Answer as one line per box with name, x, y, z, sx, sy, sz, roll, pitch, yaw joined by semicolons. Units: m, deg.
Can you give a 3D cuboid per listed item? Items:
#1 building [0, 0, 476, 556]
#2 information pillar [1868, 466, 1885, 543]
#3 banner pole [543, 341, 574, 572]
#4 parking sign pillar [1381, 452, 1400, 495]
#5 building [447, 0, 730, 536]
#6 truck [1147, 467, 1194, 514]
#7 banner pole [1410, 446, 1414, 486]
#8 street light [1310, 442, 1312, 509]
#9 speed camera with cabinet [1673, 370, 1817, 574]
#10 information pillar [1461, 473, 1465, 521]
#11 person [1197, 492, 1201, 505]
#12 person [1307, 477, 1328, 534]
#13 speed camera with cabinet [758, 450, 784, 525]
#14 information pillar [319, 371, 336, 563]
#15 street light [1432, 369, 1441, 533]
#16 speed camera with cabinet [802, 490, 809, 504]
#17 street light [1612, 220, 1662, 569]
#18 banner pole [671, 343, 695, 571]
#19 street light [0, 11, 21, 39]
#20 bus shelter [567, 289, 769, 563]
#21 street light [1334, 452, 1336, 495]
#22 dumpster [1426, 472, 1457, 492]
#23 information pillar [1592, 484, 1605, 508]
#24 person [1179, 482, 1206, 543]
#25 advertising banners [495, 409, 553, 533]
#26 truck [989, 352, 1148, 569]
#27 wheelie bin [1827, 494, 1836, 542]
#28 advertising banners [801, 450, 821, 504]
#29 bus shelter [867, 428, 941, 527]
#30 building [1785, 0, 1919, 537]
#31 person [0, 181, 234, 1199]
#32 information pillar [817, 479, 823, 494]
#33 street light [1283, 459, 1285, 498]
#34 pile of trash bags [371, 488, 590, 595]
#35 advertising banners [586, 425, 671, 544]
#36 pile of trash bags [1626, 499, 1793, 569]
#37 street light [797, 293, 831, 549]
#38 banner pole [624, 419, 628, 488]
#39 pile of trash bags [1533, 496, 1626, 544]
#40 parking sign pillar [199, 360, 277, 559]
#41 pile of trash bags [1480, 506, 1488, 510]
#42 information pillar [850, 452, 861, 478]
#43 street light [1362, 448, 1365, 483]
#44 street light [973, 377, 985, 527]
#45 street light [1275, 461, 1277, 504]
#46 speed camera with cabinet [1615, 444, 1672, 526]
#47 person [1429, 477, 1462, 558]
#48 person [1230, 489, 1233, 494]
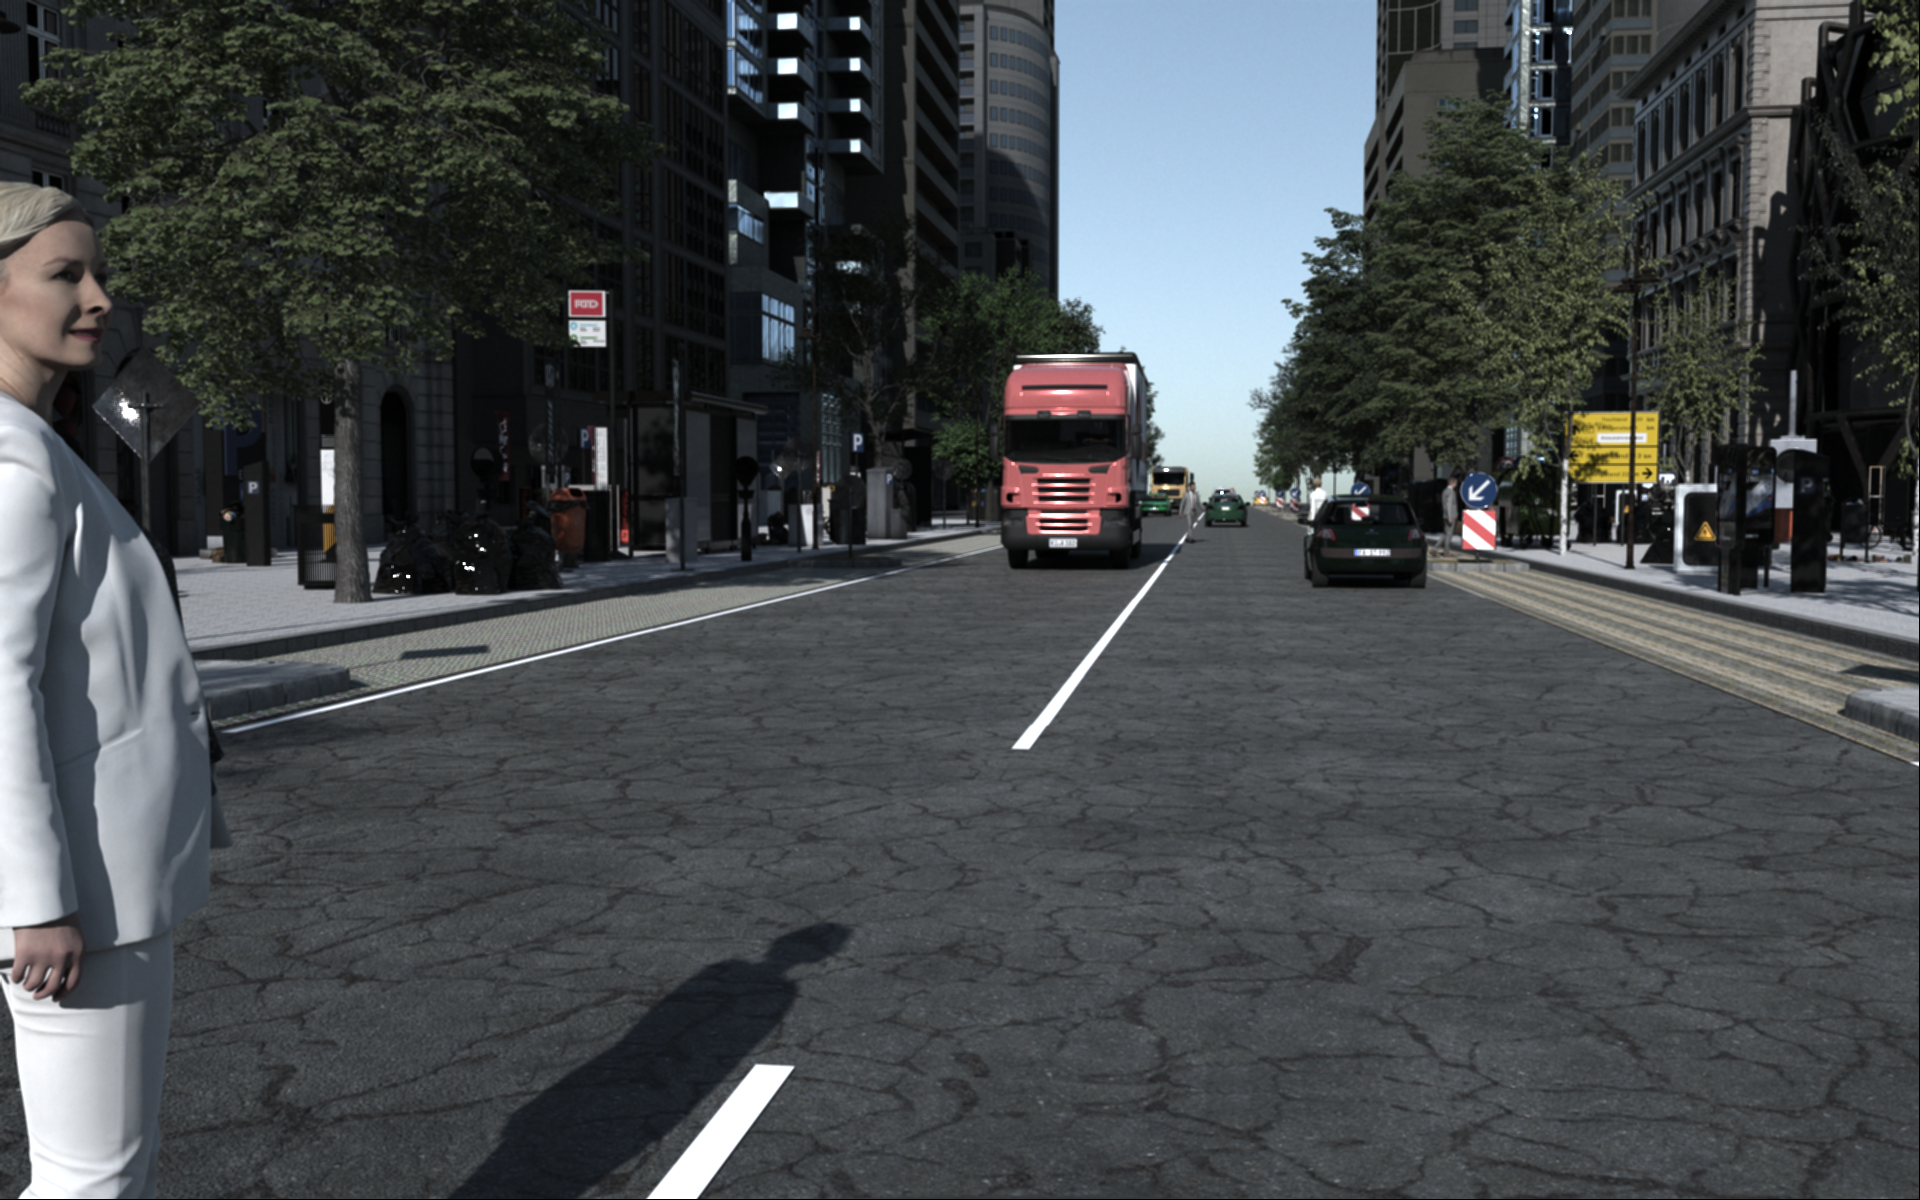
building;-21.749;-11.983;37.720;13.314;21.916;24.055;1;4;8
information pillar;24.211;-2.525;45.769;0.304;2.012;0.304;3;5;42
banner pole;-6.597;-2.333;28.170;0.401;3.779;0.863;0;4;7
parking sign pillar;20.824;-5.785;83.059;1.447;3.967;1.447;1;4;9
building;-17.974;-16.375;61.234;14.314;27.812;24.014;1;4;8
truck;15.161;-7.909;125.231;3.469;3.379;9.791;0;4;8
banner pole;19.881;-5.271;76.204;0.401;3.779;0.863;2;4;26
street light;26.783;-9.740;132.038;0.468;5.910;1.993;1;4;8
speed camera with cabinet;12.608;-2.049;27.843;2.038;3.252;0.660;1;4;22
information pillar;17.421;-3.360;59.435;0.304;2.012;0.304;-2;4;-26
person;31.336;-13.366;227.569;0.750;1.759;0.617;0;4;-8
person;7.832;-1.775;37.749;0.478;1.798;0.641;0;4;-7
speed camera with cabinet;-8.373;-4.800;72.812;0.660;3.252;2.038;2;4;33
information pillar;-11.651;-2.498;32.198;0.504;3.616;0.183;0;4;5
street light;15.472;-5.109;56.312;0.468;5.910;1.993;1;4;8
speed camera with cabinet;-7.687;-5.096;77.654;2.038;3.252;0.660;2;4;23
street light;11.505;-3.473;29.570;0.468;5.910;1.993;1;4;8
banner pole;-4.653;-2.363;28.657;0.401;3.779;0.863;0;4;3
street light;-7.450;-2.427;12.464;0.468;5.910;1.993;1;4;8
bus shelter;-6.219;-3.603;36.538;2.179;5.291;8.768;1;4;8
street light;22.799;-8.105;105.299;0.468;5.910;1.993;1;4;8
dumpster;21.387;-4.581;77.391;1.502;2.255;1.985;1;4;8
information pillar;19.867;-3.022;53.909;0.304;2.012;0.304;0;3;0
person;6.767;-2.564;50.703;0.678;1.792;0.850;-1;4;-23
advertising banners;-9.186;-2.469;36.548;0.090;3.025;2.074;1;4;20
truck;2.572;-2.922;36.685;2.839;4.237;11.283;0;4;8
wheelie bin;22.986;-2.357;46.453;0.693;1.594;0.980;0;4;-7
advertising banners;-6.046;-4.535;70.332;0.090;3.025;2.074;-2;4;-26
bus shelter;-2.052;-4.495;64.770;1.731;3.624;6.357;1;4;9
building;34.987;-11.353;53.073;16.820;18.784;16.811;1;4;8
person;-1.266;0.372;2.293;0.514;1.842;0.818;2;4;35
information pillar;-6.687;-4.749;82.130;0.304;2.012;0.304;2;4;26
street light;35.114;-13.158;187.921;0.468;5.910;1.993;1;4;8
pile of trash bags;-6.212;-0.844;23.546;1.912;1.369;3.447;2;4;24
advertising banners;-8.477;-2.935;44.181;2.074;3.025;0.090;-2;4;-24
pile of trash bags;13.742;-1.292;30.875;1.912;1.369;3.447;-1;4;-9
street light;-3.355;-4.111;39.995;0.468;5.910;1.993;1;4;8
banner pole;-9.219;-3.541;47.910;0.401;3.779;0.863;0;4;-5
pile of trash bags;16.718;-2.207;45.839;1.912;1.369;3.447;-3;5;-45
parking sign pillar;-14.460;-2.821;34.600;1.447;3.967;1.447;1;4;17
pile of trash bags;22.048;-3.741;70.915;1.912;1.369;3.447;2;4;33
information pillar;-4.055;-4.625;66.975;0.504;3.616;0.183;3;4;38
street light;19.489;-6.779;83.623;0.468;5.910;1.993;1;4;8
street light;0.667;-5.746;66.729;0.468;5.910;1.993;1;4;8
street light;39.231;-14.803;214.820;0.468;5.910;1.993;1;4;8
speed camera with cabinet;27.055;-4.534;68.474;2.038;3.252;0.660;3;4;37
person;10.985;-1.849;38.845;0.853;1.813;0.709;0;4;-2
person;16.073;-5.736;102.830;0.434;1.755;0.990;-1;4;-14
